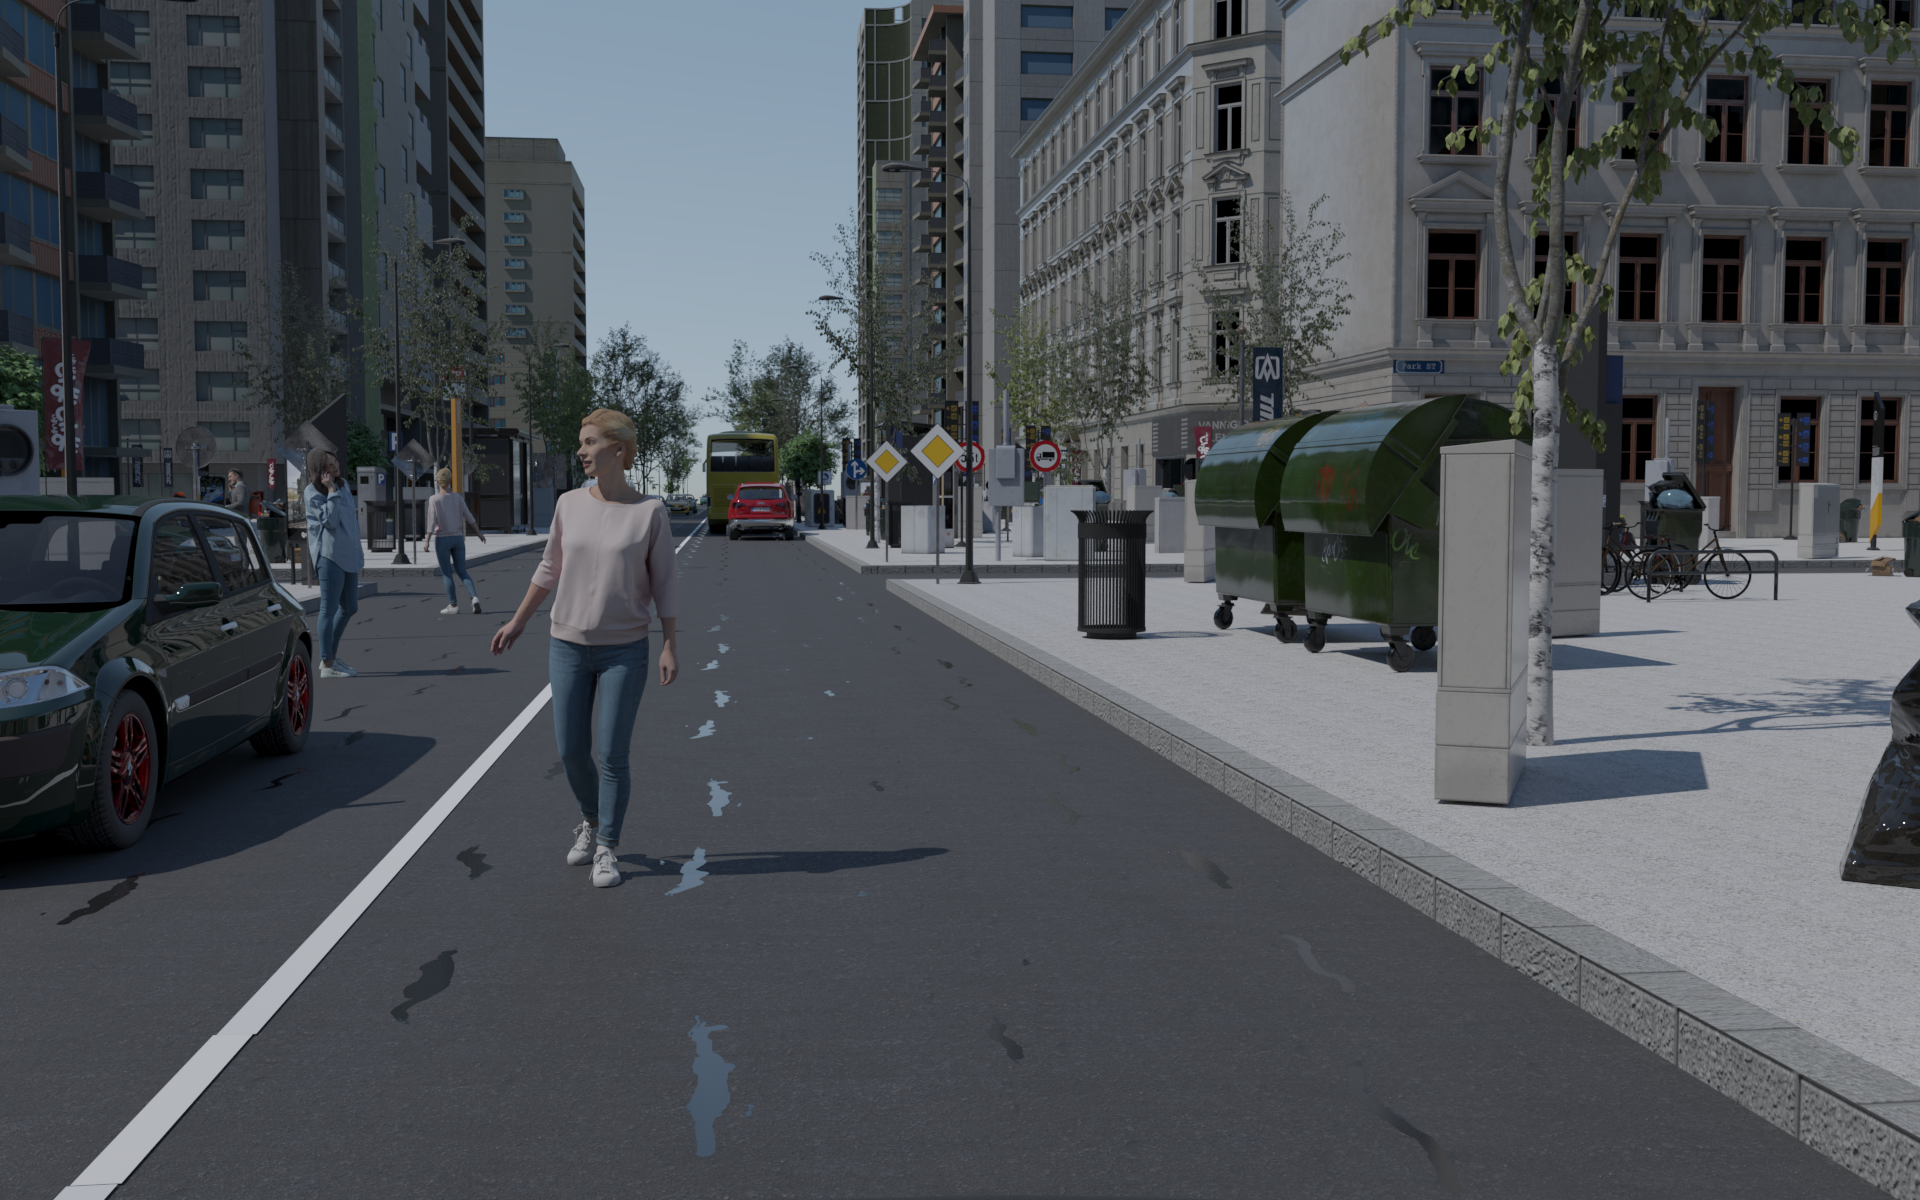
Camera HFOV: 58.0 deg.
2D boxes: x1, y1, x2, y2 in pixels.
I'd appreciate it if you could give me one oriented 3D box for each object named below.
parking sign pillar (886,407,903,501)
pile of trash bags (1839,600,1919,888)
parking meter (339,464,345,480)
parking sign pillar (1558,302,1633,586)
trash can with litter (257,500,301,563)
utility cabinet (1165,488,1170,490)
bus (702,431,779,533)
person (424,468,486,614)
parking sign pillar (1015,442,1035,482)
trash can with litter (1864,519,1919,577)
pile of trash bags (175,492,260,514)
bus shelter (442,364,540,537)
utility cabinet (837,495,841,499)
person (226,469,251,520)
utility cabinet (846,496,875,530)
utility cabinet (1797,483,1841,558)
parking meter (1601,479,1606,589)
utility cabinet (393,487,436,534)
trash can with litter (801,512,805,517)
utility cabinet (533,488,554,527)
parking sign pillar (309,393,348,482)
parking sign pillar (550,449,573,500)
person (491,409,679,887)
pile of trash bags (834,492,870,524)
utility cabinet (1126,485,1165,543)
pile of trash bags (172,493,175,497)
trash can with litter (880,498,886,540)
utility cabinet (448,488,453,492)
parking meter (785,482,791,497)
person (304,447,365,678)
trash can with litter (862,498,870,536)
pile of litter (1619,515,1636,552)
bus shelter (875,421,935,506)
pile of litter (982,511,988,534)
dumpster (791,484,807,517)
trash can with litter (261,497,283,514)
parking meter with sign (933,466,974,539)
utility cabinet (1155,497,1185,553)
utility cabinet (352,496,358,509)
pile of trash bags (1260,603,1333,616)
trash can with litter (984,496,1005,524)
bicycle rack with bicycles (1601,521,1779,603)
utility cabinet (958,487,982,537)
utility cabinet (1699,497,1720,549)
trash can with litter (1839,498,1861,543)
[{"bbox_3d":[-1.949,-3.829,51.077,1.447,3.967,1.447,0,3,0],"label":"parking sign pillar"},{"bbox_3d":[4.397,0.290,5.006,1.912,1.369,3.447,-2,4,-29],"label":"pile of trash bags"},{"bbox_3d":[-12.105,-1.713,33.726,0.255,1.863,0.399,-1,4,-19],"label":"parking meter"},{"bbox_3d":[8.869,-2.217,24.718,1.447,3.967,1.447,-1,4,-14],"label":"parking sign pillar"},{"bbox_3d":[-12.503,-1.273,32.198,1.055,1.170,0.624,-1,4,-10],"label":"trash can with litter"},{"bbox_3d":[7.993,-3.510,66.066,0.318,1.500,1.173,1,4,15],"label":"utility cabinet"},{"bbox_3d":[-8.454,-4.585,66.512,2.896,3.916,12.252,-1,4,-8],"label":"bus"},{"bbox_3d":[-5.955,-0.705,20.691,0.598,1.740,0.731,2,4,32],"label":"person"},{"bbox_3d":[3.526,-6.202,89.875,1.447,3.967,1.447,-1,4,-17],"label":"parking sign pillar"},{"bbox_3d":[14.642,-0.946,26.862,1.055,1.170,0.624,2,4,35],"label":"trash can with litter"},{"bbox_3d":[-29.423,-3.664,69.665,1.912,1.369,3.447,1,4,17],"label":"pile of trash bags"},{"bbox_3d":[-15.222,-4.805,56.193,2.179,5.291,8.768,0,4,-8],"label":"bus shelter"},{"bbox_3d":[-6.083,-4.787,89.435,0.306,1.237,1.020,1,4,13],"label":"utility cabinet"},{"bbox_3d":[-11.802,-1.220,28.246,0.447,1.846,0.655,-1,4,-21],"label":"person"},{"bbox_3d":[-3.594,-3.146,62.605,1.020,1.237,0.306,1,4,8],"label":"utility cabinet"},{"bbox_3d":[17.088,-1.575,34.423,1.173,1.500,0.318,-3,5,-40],"label":"utility cabinet"},{"bbox_3d":[8.595,-0.929,23.605,0.372,1.533,0.369,0,3,0],"label":"parking meter"},{"bbox_3d":[-17.517,-2.866,55.535,1.173,1.500,0.318,-1,4,-9],"label":"utility cabinet"},{"bbox_3d":[-8.981,-5.318,98.342,1.055,1.170,0.624,-2,4,-34],"label":"trash can with litter"},{"bbox_3d":[-16.041,-3.516,66.164,1.173,1.500,0.318,2,4,25],"label":"utility cabinet"},{"bbox_3d":[-16.850,-3.509,45.837,1.447,3.967,1.447,2,4,27],"label":"parking sign pillar"},{"bbox_3d":[-23.821,-7.040,103.576,1.447,3.967,1.447,-3,5,-43],"label":"parking sign pillar"},{"bbox_3d":[-1.394,0.163,6.501,0.731,1.740,0.598,0,4,-2],"label":"person"},{"bbox_3d":[-4.584,-4.017,75.425,1.912,1.369,3.447,1,4,20],"label":"pile of trash bags"},{"bbox_3d":[4.781,-2.225,45.059,0.318,1.500,1.173,3,5,42],"label":"utility cabinet"},{"bbox_3d":[-34.192,-4.236,79.007,3.447,1.369,1.912,0,4,-2],"label":"pile of trash bags"},{"bbox_3d":[-1.744,-2.238,47.974,1.055,1.170,0.624,1,4,15],"label":"trash can with litter"},{"bbox_3d":[-18.401,-3.263,62.036,1.173,1.500,0.318,0,4,4],"label":"utility cabinet"},{"bbox_3d":[-8.627,-4.966,86.897,0.255,1.863,0.399,0,4,-6],"label":"parking meter"},{"bbox_3d":[-4.912,-0.293,13.550,0.793,1.790,0.793,-2,4,-24],"label":"person"},{"bbox_3d":[-2.438,-2.557,53.192,1.055,1.170,0.624,-1,4,-18],"label":"trash can with litter"},{"bbox_3d":[14.410,-1.514,38.724,1.719,0.858,1.176,-2,4,-24],"label":"pile of litter"},{"bbox_3d":[-1.853,-4.055,57.576,1.731,3.624,6.357,0,4,-8],"label":"bus shelter"},{"bbox_3d":[0.307,-2.613,56.684,1.176,0.858,1.719,0,4,-4],"label":"pile of litter"},{"bbox_3d":[-8.955,-5.442,94.737,1.264,1.857,1.865,0,4,-8],"label":"dumpster"},{"bbox_3d":[-16.383,-1.873,41.689,1.678,1.210,2.233,1,4,15],"label":"trash can with litter"},{"bbox_3d":[-0.436,-3.275,49.812,1.738,3.016,0.543,-1,4,-15],"label":"parking meter with sign"},{"bbox_3d":[4.754,-1.621,37.665,1.020,1.237,0.306,-1,4,-15],"label":"utility cabinet"},{"bbox_3d":[-21.512,-3.088,61.655,0.306,1.237,1.020,3,5,40],"label":"utility cabinet"},{"bbox_3d":[4.706,-0.598,19.535,1.912,1.369,3.447,2,4,28],"label":"pile of trash bags"},{"bbox_3d":[1.262,-3.966,75.896,1.678,1.210,2.233,0,4,-1],"label":"trash can with litter"},{"bbox_3d":[8.591,-0.503,21.604,2.925,0.926,2.852,-1,4,-13],"label":"bicycle rack with bicycles"},{"bbox_3d":[0.070,-2.597,51.137,1.173,1.500,0.318,0,4,4],"label":"utility cabinet"},{"bbox_3d":[17.608,-1.830,41.087,0.306,1.237,1.020,0,4,-6],"label":"utility cabinet"},{"bbox_3d":[23.326,-2.093,45.600,1.055,1.170,0.624,-2,4,-35],"label":"trash can with litter"}]
